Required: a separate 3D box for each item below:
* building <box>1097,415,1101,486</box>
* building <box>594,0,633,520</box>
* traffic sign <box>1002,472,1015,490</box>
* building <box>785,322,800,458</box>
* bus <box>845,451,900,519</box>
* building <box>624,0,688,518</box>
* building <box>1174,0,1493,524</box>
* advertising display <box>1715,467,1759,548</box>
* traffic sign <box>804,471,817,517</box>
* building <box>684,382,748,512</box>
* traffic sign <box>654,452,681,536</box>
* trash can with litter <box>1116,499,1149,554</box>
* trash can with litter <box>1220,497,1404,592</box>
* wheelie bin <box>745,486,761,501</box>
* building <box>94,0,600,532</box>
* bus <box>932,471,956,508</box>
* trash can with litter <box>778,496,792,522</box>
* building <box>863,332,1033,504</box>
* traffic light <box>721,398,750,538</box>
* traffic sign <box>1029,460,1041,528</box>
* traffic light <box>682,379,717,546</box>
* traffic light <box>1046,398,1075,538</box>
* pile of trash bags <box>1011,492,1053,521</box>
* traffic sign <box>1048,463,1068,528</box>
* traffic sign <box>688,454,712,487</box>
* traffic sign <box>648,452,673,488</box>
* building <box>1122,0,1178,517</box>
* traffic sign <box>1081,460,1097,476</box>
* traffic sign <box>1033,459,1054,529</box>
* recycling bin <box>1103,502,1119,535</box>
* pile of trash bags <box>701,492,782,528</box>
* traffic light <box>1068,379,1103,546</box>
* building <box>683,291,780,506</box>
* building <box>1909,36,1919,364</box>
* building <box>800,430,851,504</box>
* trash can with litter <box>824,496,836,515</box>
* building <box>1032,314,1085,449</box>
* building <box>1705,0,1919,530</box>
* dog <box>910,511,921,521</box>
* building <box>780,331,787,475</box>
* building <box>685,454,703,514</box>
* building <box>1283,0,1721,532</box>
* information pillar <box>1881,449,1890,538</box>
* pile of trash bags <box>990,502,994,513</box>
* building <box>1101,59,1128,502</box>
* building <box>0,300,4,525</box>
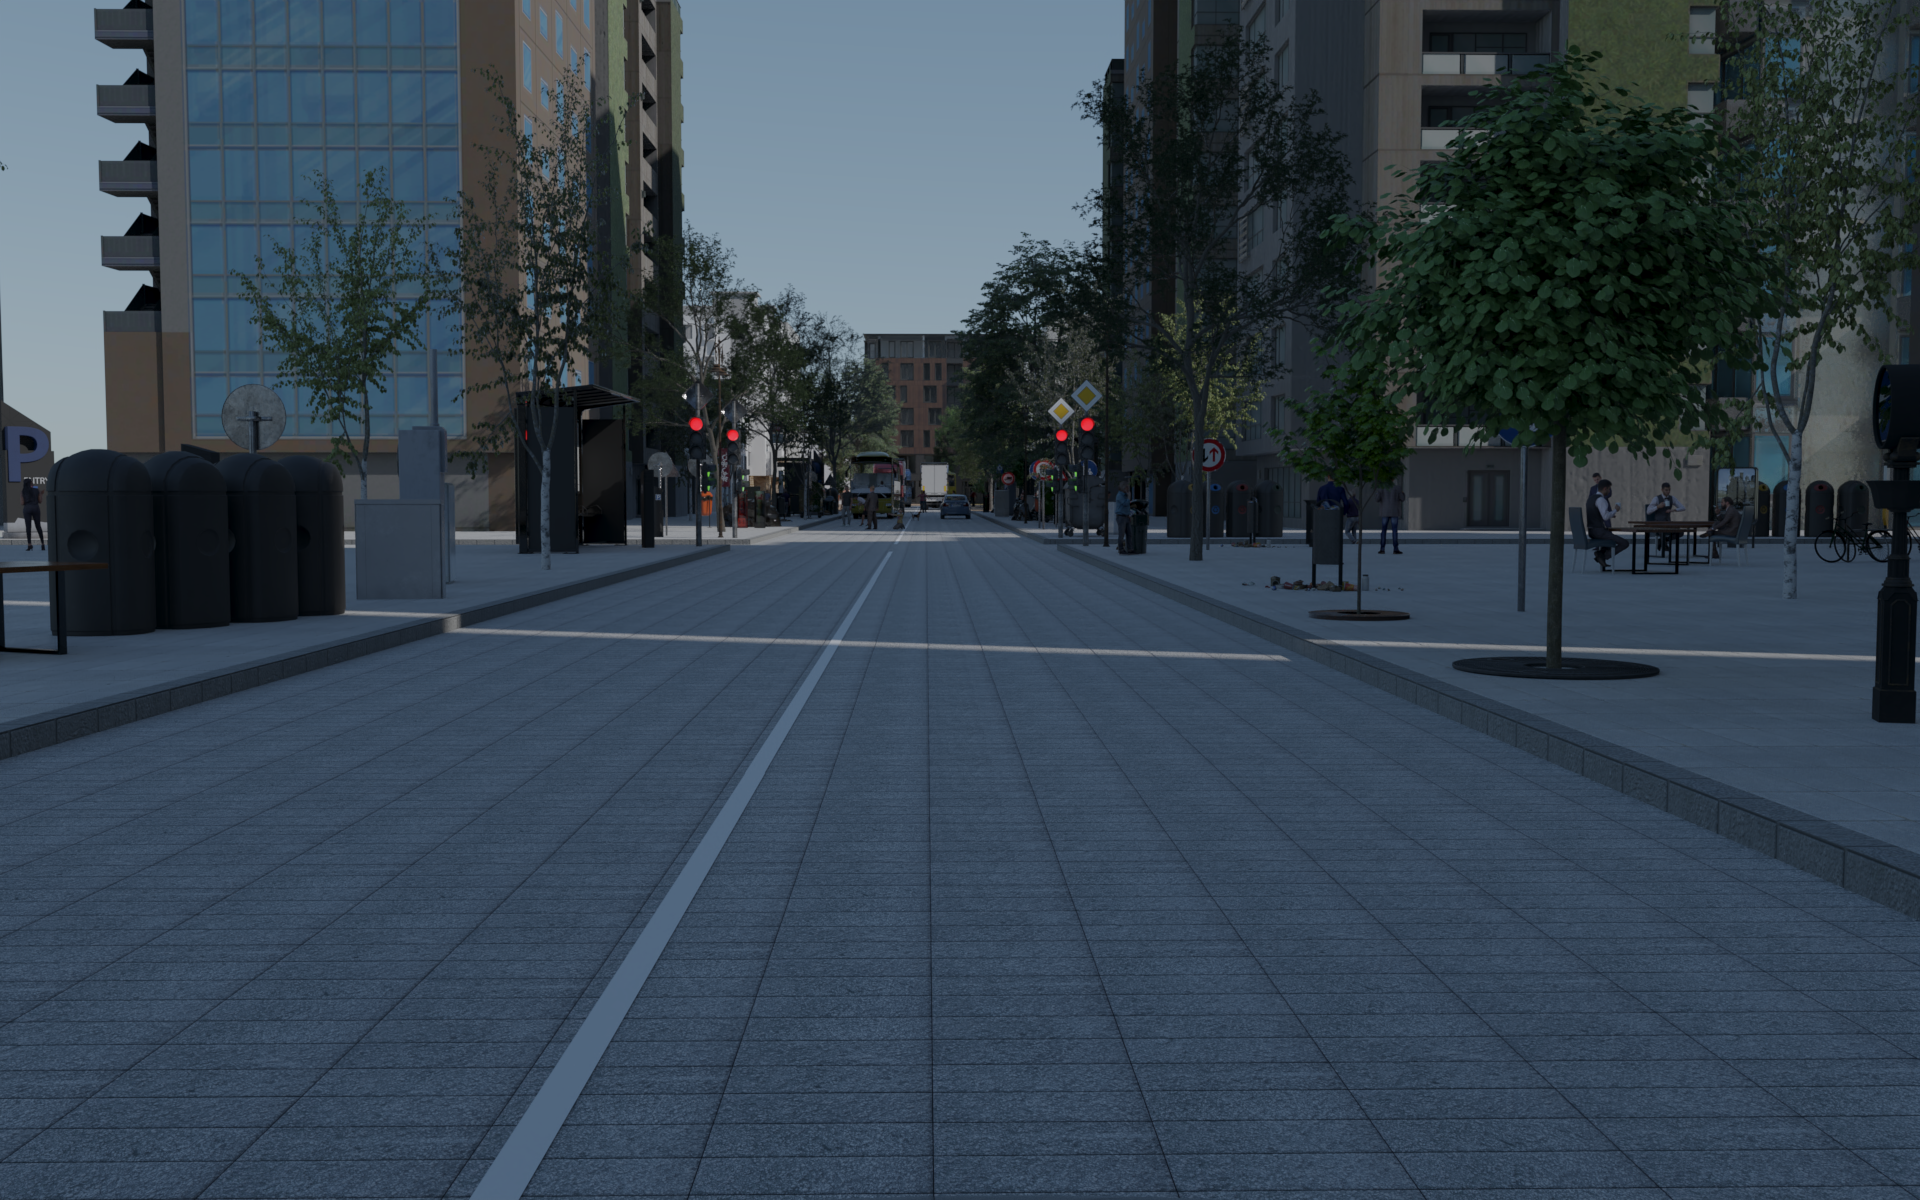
[{"bbox_3d":[14.030,-12.597,148.107,9.099,9.664,28.070,0,4,-1],"label":"building"},{"bbox_3d":[-23.326,-24.171,78.790,14.154,41.232,14.086,0,4,-1],"label":"building"},{"bbox_3d":[2.773,-6.087,99.626,0.768,2.556,0.104,0,4,1],"label":"traffic sign"},{"bbox_3d":[-33.566,-19.553,186.147,31.486,18.905,16.747,0,4,-1],"label":"building"},{"bbox_3d":[-5.041,-6.861,103.725,2.896,3.916,12.252,0,3,0],"label":"bus"},{"bbox_3d":[-22.832,-19.681,93.479,14.160,30.474,14.107,0,4,-1],"label":"building"},{"bbox_3d":[18.043,-24.828,89.531,14.154,41.232,14.086,0,4,-1],"label":"building"},{"bbox_3d":[18.514,-2.206,41.286,0.123,1.923,0.974,-3,4,-38],"label":"advertising display"},{"bbox_3d":[-8.235,-5.825,95.340,0.768,2.556,0.104,0,3,0],"label":"traffic sign"},{"bbox_3d":[-21.559,-12.116,140.250,9.099,9.664,28.070,0,4,-1],"label":"building"},{"bbox_3d":[-9.031,-3.256,53.242,0.884,2.594,0.081,0,4,0],"label":"traffic sign"},{"bbox_3d":[3.653,-1.587,37.332,0.624,1.170,1.055,-1,4,-19],"label":"trash can with litter"},{"bbox_3d":[4.794,-0.763,23.534,1.678,1.210,2.233,-2,4,-32],"label":"trash can with litter"},{"bbox_3d":[-8.545,-3.871,71.195,0.980,1.594,0.693,0,4,6],"label":"wheelie bin"},{"bbox_3d":[-21.930,-25.349,64.574,14.600,45.320,14.200,0,4,-1],"label":"building"},{"bbox_3d":[-1.755,-11.458,178.885,2.896,3.916,12.252,0,4,-1],"label":"bus"},{"bbox_3d":[-8.617,-4.272,80.905,1.678,1.210,2.233,2,4,24],"label":"trash can with litter"},{"bbox_3d":[3.785,-23.688,231.281,32.646,21.610,27.936,0,4,-1],"label":"building"},{"bbox_3d":[-6.550,-3.761,50.407,0.839,4.253,0.868,0,4,-1],"label":"traffic light"},{"bbox_3d":[2.991,-3.974,65.088,0.768,2.556,0.104,0,4,3],"label":"traffic sign"},{"bbox_3d":[-6.395,-3.272,42.424,0.839,4.253,0.868,0,4,-1],"label":"traffic light"},{"bbox_3d":[2.929,-3.773,50.607,0.839,4.253,0.868,0,4,-1],"label":"traffic light"},{"bbox_3d":[3.563,-4.464,82.734,1.912,1.369,3.447,0,4,-7],"label":"pile of trash bags"},{"bbox_3d":[3.678,-4.046,66.163,0.884,2.594,0.081,0,4,7],"label":"traffic sign"},{"bbox_3d":[-7.963,-3.239,53.069,0.768,2.556,0.104,0,4,5],"label":"traffic sign"},{"bbox_3d":[-9.097,-3.206,52.532,0.768,2.556,0.104,0,4,6],"label":"traffic sign"},{"bbox_3d":[17.478,-27.731,103.514,14.600,45.320,14.200,0,4,-1],"label":"building"},{"bbox_3d":[4.701,-3.915,64.120,0.768,2.556,0.104,0,4,7],"label":"traffic sign"},{"bbox_3d":[3.035,-3.840,62.896,0.768,2.556,0.104,0,4,2],"label":"traffic sign"},{"bbox_3d":[5.029,-2.602,55.092,0.722,1.027,0.722,-2,4,-26],"label":"recycling bin"},{"bbox_3d":[-8.716,-3.516,67.234,3.447,1.369,1.912,-3,5,-44],"label":"pile of trash bags"},{"bbox_3d":[3.085,-3.285,42.623,0.839,4.253,0.868,0,4,-1],"label":"traffic light"},{"bbox_3d":[-25.424,-18.540,159.548,16.016,20.091,11.380,0,4,-1],"label":"building"},{"bbox_3d":[20.783,-22.437,16.957,14.600,45.320,14.200,0,4,-1],"label":"building"},{"bbox_3d":[-26.689,-17.106,221.832,28.070,9.664,9.099,0,4,-1],"label":"building"},{"bbox_3d":[-7.871,-5.681,104.275,0.624,1.170,1.055,0,4,6],"label":"trash can with litter"},{"bbox_3d":[16.772,-19.101,178.752,16.747,18.905,31.486,0,4,-1],"label":"building"},{"bbox_3d":[40.718,-27.550,70.043,30.456,49.044,23.786,0,4,-1],"label":"building"},{"bbox_3d":[-2.380,-4.528,93.312,0.540,0.507,0.406,-1,4,-16],"label":"dog"},{"bbox_3d":[-25.114,-19.251,171.171,16.016,20.091,11.380,0,4,-1],"label":"building"},{"bbox_3d":[-27.171,-41.054,109.483,20.563,71.187,20.611,0,4,-1],"label":"building"},{"bbox_3d":[18.550,-23.313,64.762,14.086,41.232,14.154,0,4,-1],"label":"building"},{"bbox_3d":[27.329,-3.652,51.066,0.183,3.616,0.504,3,4,38],"label":"information pillar"},{"bbox_3d":[3.597,-6.587,117.449,1.912,1.369,3.447,-2,4,-34],"label":"pile of trash bags"},{"bbox_3d":[16.539,-21.234,118.884,14.160,30.474,14.107,0,4,-1],"label":"building"},{"bbox_3d":[-45.902,-23.212,63.104,14.086,41.232,14.154,0,4,-1],"label":"building"}]
